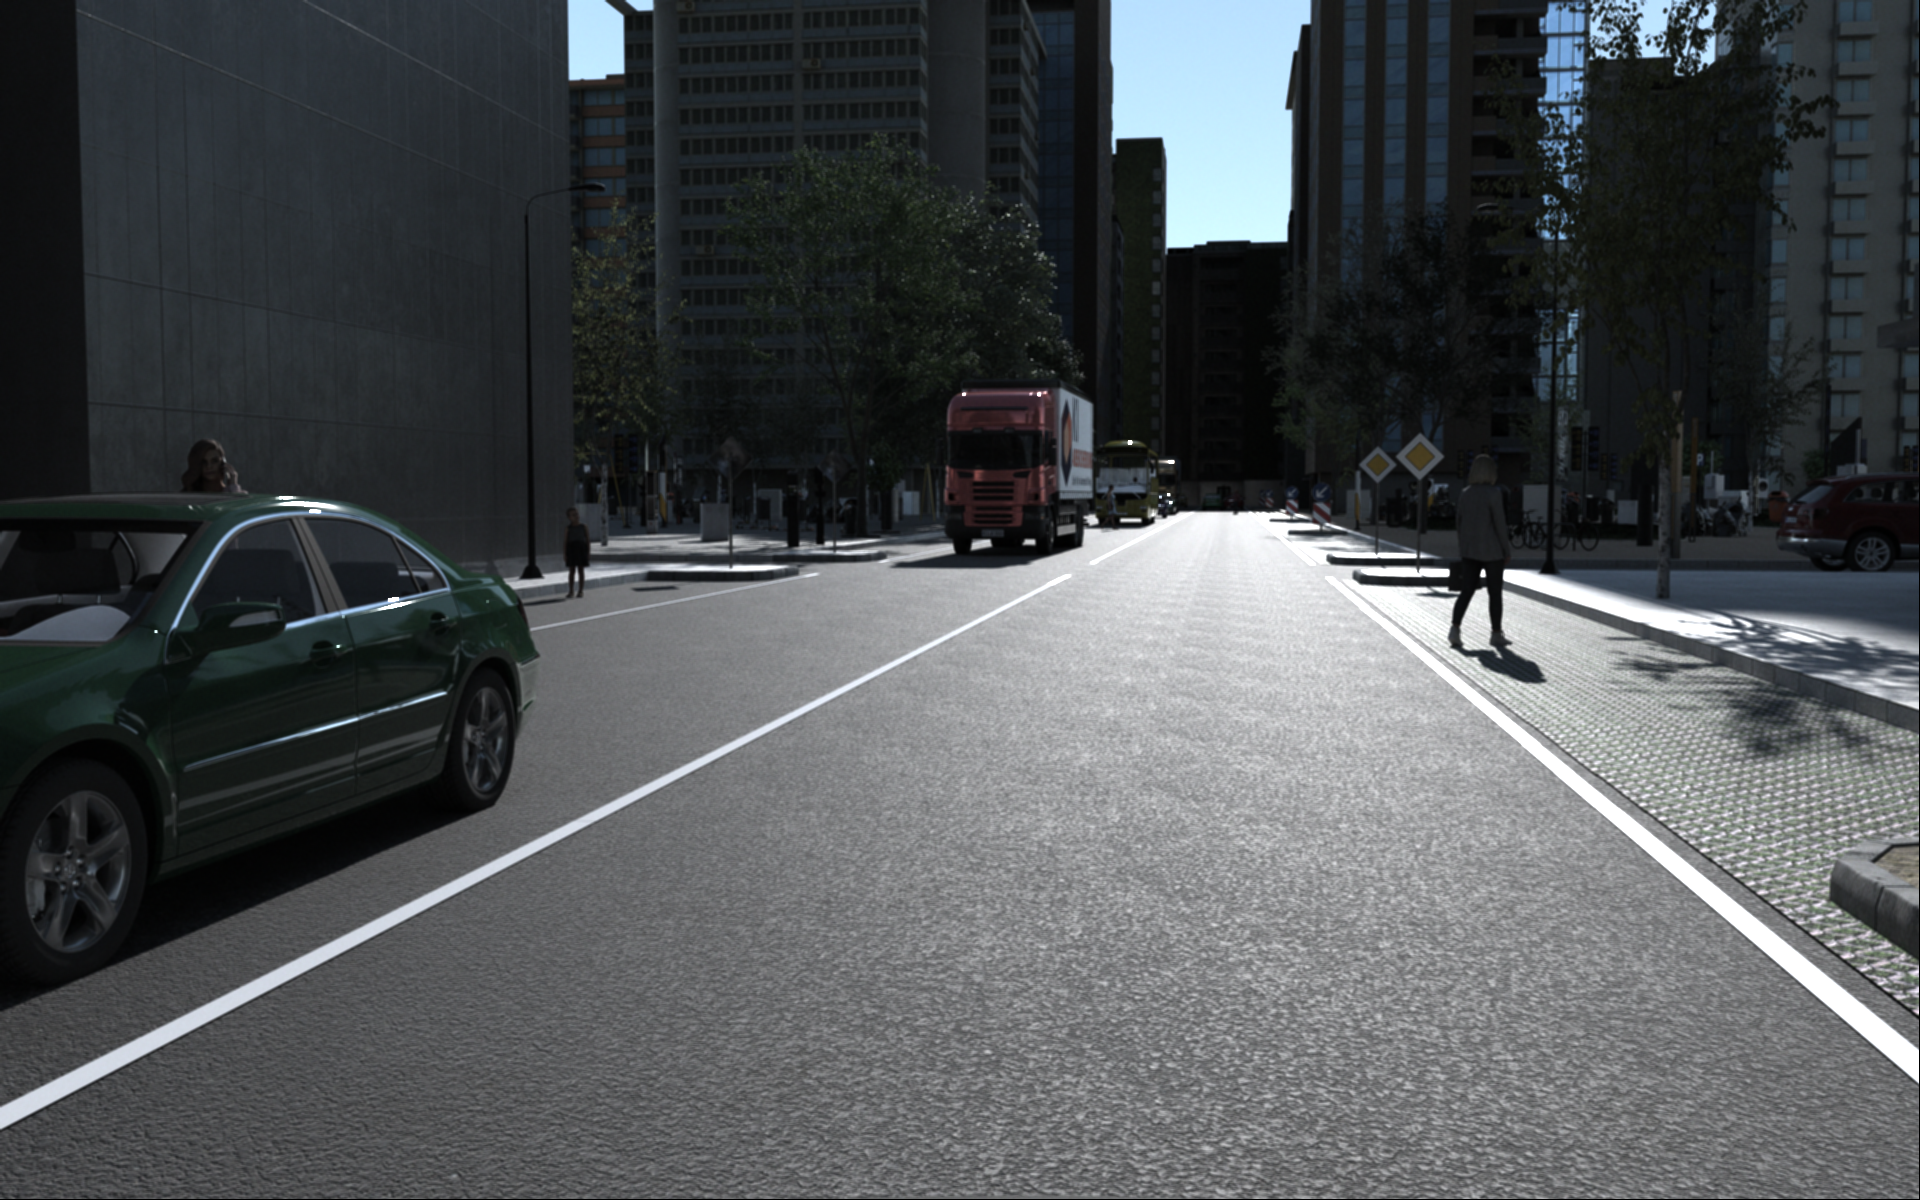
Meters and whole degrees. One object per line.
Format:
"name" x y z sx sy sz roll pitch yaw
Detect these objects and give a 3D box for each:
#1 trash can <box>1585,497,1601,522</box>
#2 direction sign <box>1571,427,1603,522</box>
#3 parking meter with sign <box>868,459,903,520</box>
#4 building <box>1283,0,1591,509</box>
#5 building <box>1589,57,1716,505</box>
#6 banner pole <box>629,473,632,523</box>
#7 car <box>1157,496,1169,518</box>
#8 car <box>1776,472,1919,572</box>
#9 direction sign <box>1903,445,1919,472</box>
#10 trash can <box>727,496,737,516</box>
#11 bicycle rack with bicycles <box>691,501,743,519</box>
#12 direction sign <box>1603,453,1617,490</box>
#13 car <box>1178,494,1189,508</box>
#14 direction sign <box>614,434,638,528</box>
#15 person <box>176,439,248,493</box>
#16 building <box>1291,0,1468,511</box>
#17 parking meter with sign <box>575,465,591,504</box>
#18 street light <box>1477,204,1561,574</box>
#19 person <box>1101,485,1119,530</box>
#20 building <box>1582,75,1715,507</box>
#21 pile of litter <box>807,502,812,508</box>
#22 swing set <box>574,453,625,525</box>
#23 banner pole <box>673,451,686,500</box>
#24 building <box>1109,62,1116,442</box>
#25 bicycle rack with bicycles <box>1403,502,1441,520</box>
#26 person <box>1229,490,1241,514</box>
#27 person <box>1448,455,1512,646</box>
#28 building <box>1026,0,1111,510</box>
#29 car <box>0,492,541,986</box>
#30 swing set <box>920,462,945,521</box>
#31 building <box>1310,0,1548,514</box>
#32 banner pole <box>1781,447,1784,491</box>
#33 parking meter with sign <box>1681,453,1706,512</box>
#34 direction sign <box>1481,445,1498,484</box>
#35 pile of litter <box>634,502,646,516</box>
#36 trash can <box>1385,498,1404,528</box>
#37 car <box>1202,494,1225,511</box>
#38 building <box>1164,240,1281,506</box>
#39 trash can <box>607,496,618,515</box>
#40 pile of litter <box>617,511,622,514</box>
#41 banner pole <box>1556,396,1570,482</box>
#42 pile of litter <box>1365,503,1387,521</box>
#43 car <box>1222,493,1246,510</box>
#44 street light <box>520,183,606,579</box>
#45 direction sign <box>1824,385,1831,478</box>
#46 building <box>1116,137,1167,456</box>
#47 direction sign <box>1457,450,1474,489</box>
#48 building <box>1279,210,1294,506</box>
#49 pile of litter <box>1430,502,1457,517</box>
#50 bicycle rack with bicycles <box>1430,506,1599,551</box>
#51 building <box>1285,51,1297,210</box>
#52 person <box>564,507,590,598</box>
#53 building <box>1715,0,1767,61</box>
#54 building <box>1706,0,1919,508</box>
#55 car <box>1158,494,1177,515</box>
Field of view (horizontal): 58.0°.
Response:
"trash can" 29.345 -4.202 80.363 0.748 1.137 0.748 0 3 0
"direction sign" 21.009 -4.053 58.266 0.876 3.537 0.379 2 4 26
"parking meter with sign" -3.646 -5.449 85.349 1.738 3.016 0.543 2 4 24
"building" 38.112 -50.508 138.472 22.319 86.520 31.000 1 4 9
"building" 76.123 -35.025 196.367 21.600 48.544 21.300 1 4 9
"banner pole" -14.415 -5.248 75.819 0.401 3.779 0.863 0 4 -4
"car" 11.654 -5.637 104.744 1.945 1.354 3.894 0 4 8
"car" 17.579 -1.371 31.086 5.304 1.827 2.281 0 4 7
"direction sign" 44.436 -5.444 81.011 0.379 3.537 0.876 -1 4 -14
"trash can" -13.607 -5.562 102.599 0.748 1.137 0.748 0 3 0
"bicycle rack with bicycles" -12.334 -4.669 89.721 2.925 0.926 2.852 -3 5 -41
"direction sign" 36.038 -6.379 96.297 0.876 3.537 0.379 0 4 4
"car" 23.477 -10.720 185.496 2.015 1.641 3.980 1 4 9
"direction sign" -12.612 -4.495 65.495 0.876 3.537 0.379 0 4 1
"person" -4.448 -0.066 10.162 0.593 1.750 0.643 -1 4 -14
"building" 38.539 -31.338 162.489 14.600 45.320 14.200 1 4 9
"parking meter with sign" -22.672 -6.505 102.615 1.738 3.016 0.543 3 4 36
"street light" 8.971 -3.381 27.827 1.470 5.913 1.316 1 4 9
"person" 5.986 -3.713 69.309 0.778 1.811 0.616 1 4 23
"building" 65.621 -29.908 172.596 14.086 41.232 14.154 1 4 9
"pile of litter" -9.151 -5.376 101.859 1.176 0.858 1.719 3 4 38
"swing set" -14.847 -4.203 66.343 3.119 2.851 2.862 1 4 13
"banner pole" -16.218 -6.795 101.120 0.401 3.779 0.863 3 5 39
"building" 6.347 -28.993 157.625 14.154 41.232 14.086 1 4 9
"bicycle rack with bicycles" 22.489 -4.301 83.704 2.852 0.926 2.925 0 4 1
"person" 19.674 -7.016 123.927 0.721 1.743 1.217 -2 4 -32
"person" 4.850 -0.468 16.334 0.728 1.800 0.709 -2 4 -31
"building" 5.013 -30.172 143.422 14.600 45.320 14.200 1 4 9
"car" -3.251 0.314 6.670 2.131 1.459 4.920 1 4 9
"swing set" -0.086 -5.263 83.674 3.119 2.851 2.862 -1 4 -15
"building" 30.920 -28.562 117.104 14.600 45.320 14.200 1 4 9
"banner pole" 44.051 -6.292 92.883 0.401 3.779 0.863 1 4 23
"parking meter with sign" 30.741 -4.728 73.569 1.738 3.016 0.543 -1 4 -18
"direction sign" 24.499 -5.392 80.158 0.379 3.537 0.876 -3 5 -39
"pile of litter" -19.216 -5.538 104.515 1.176 0.858 1.719 1 4 21
"trash can" 16.712 -3.362 66.614 0.748 1.137 0.748 0 3 0
"car" 21.731 -8.551 148.600 1.959 1.807 4.718 1 4 10
"building" 30.786 -26.224 200.468 14.107 30.474 14.160 1 4 9
"trash can" -21.517 -5.835 107.049 0.748 1.137 0.748 0 3 0
"pile of litter" -22.422 -5.929 110.910 1.719 0.858 1.176 0 4 -6
"banner pole" 14.989 -3.266 43.410 0.401 3.779 0.863 -1 4 -16
"pile of litter" 20.213 -4.278 83.914 1.176 0.858 1.719 1 4 18
"car" 24.890 -9.083 157.547 2.155 1.783 4.494 1 4 9
"street light" -5.983 -3.276 26.110 1.470 5.913 1.316 1 4 9
"direction sign" 18.212 -2.717 36.426 0.379 3.537 0.876 1 4 22
"building" 16.900 -31.742 202.577 14.086 41.232 14.154 1 4 9
"direction sign" 25.822 -5.905 88.544 0.876 3.537 0.379 3 5 44
"building" 40.396 -24.786 176.951 14.160 30.474 14.107 1 4 9
"pile of litter" 25.893 -4.717 91.083 1.719 0.858 1.176 3 5 44
"bicycle rack with bicycles" 12.920 -1.628 39.994 2.852 0.926 2.925 -1 4 -13
"building" 52.432 -37.579 203.650 27.495 52.752 28.713 1 4 9
"person" -5.309 -0.663 24.010 0.362 1.253 0.373 0 4 -5
"building" 96.974 -46.126 192.414 20.611 71.187 20.563 1 4 9
"building" 87.629 -33.319 164.366 30.456 49.044 23.786 1 4 9
"car" 13.987 -6.611 119.888 2.131 1.459 4.920 1 4 10
